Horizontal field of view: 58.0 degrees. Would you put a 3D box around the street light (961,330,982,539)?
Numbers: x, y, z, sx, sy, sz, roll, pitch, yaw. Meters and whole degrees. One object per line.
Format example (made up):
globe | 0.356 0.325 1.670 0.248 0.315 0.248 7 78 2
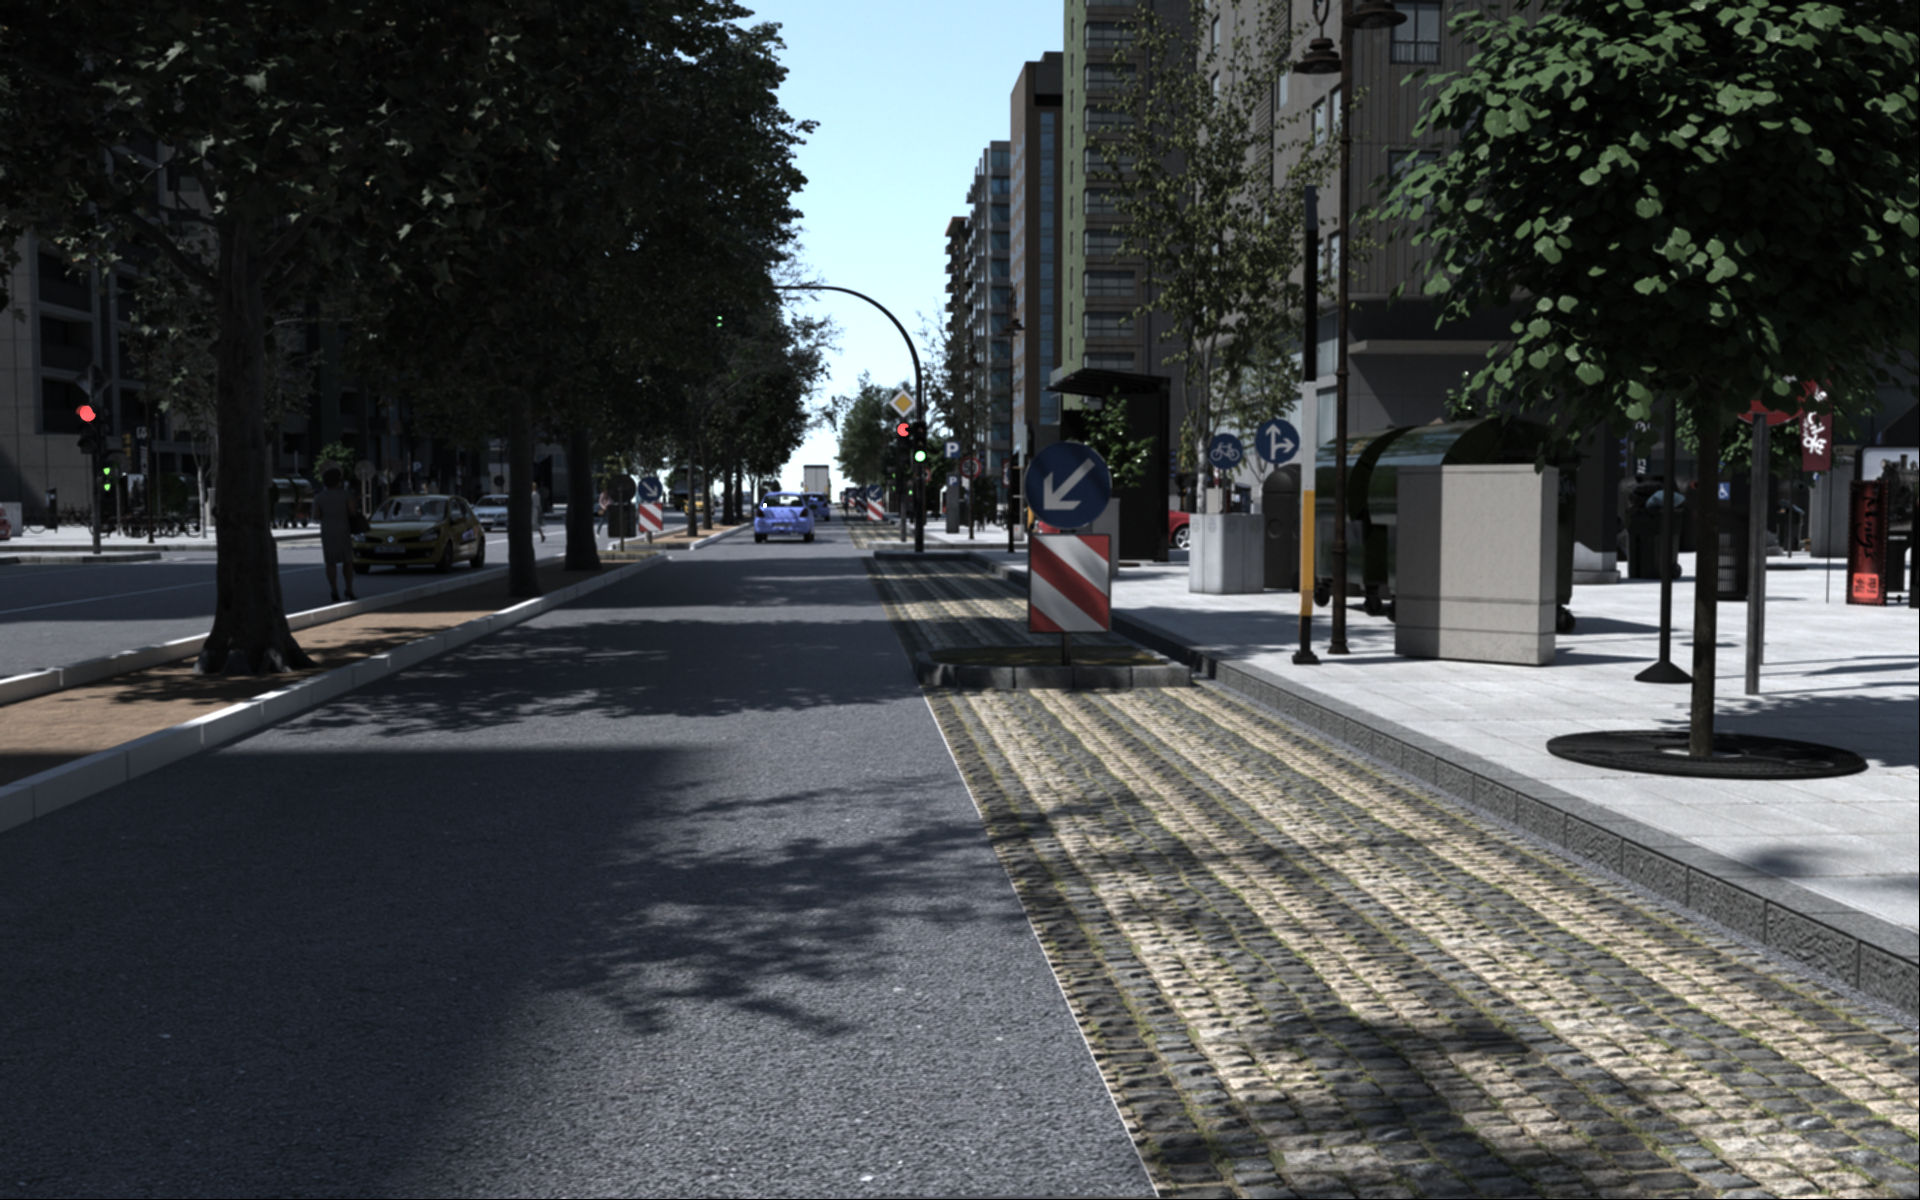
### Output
street light | 0.326 -4.654 48.886 0.468 5.910 1.993 0 4 -4

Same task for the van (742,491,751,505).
van | -28.658 -13.800 232.637 2.013 2.044 4.112 0 4 -5

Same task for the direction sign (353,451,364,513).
direction sign | -31.336 -6.017 90.370 0.876 3.537 0.379 2 4 35

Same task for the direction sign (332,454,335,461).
direction sign | -35.722 -6.536 98.857 0.379 3.537 0.876 -2 4 -27

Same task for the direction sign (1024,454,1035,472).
direction sign | 3.933 -6.487 98.062 0.379 3.537 0.876 3 5 45

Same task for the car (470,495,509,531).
car | -17.640 -3.322 66.323 2.014 1.417 4.499 0 4 -3

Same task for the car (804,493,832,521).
car | -7.780 -5.044 92.061 1.945 1.707 3.694 0 4 -3

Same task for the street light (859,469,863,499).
street light | -11.657 -14.359 207.556 0.468 5.910 1.993 0 4 -4

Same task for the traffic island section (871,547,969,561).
traffic island section | -0.886 -0.977 38.261 2.009 0.180 2.903 0 4 -4

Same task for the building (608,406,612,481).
building | -57.865 -29.282 250.465 14.160 30.474 14.107 0 4 -4

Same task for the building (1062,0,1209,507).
building | 14.565 -27.396 131.518 14.154 41.232 14.086 0 4 -4

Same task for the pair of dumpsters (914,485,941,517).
pair of dumpsters | -1.830 -5.824 97.722 1.574 2.255 4.437 0 4 -4

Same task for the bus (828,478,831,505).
bus | -18.685 -14.749 232.692 2.896 3.916 12.252 0 4 -5

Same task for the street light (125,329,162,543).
street light | -21.112 -4.419 45.031 0.468 5.910 1.993 0 4 -4

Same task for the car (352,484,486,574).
car | -10.131 -1.360 32.456 2.015 1.641 3.980 0 4 -2

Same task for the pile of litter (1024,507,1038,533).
pile of litter | 2.541 -2.661 57.470 1.176 0.858 1.719 3 4 39

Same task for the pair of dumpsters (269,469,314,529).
pair of dumpsters | -25.622 -3.818 64.914 1.574 2.255 4.437 0 4 -4

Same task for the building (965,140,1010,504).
building | 12.421 -37.721 236.347 23.786 49.044 30.456 0 4 -4

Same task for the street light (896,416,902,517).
street light | -3.311 -7.602 97.074 0.468 5.910 1.993 0 4 -4

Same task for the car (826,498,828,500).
car | -12.970 -9.077 157.997 1.945 1.707 3.694 0 4 -6

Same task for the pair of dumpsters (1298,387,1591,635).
pair of dumpsters | 4.811 -0.930 17.704 1.574 2.255 4.437 0 4 -4

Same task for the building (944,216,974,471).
building | 8.989 -37.480 267.414 22.147 44.769 28.867 0 4 -4

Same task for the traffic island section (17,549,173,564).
traffic island section | -18.428 -0.897 36.953 2.009 0.180 2.903 0 4 -4

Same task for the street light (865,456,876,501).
street light | -8.935 -12.217 172.538 0.468 5.910 1.993 0 4 -4

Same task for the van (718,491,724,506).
van | -28.816 -12.635 213.595 2.013 2.044 4.112 0 4 -5

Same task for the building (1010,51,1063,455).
building | 12.711 -32.239 177.225 14.600 45.320 14.200 0 4 -4

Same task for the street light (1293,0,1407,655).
street light | 3.043 -2.505 13.741 0.468 5.910 1.993 0 4 -4

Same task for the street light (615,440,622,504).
street light | -28.533 -10.532 144.991 0.468 5.910 1.993 0 4 -4

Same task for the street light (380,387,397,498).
street light | -22.713 -5.873 68.816 0.468 5.910 1.993 0 4 -4

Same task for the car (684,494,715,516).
car | -17.460 -6.483 116.224 2.015 1.641 3.980 0 4 -3

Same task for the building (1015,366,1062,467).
building | 17.670 -51.440 153.717 22.319 86.520 31.000 0 4 -4

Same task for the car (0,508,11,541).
car | -25.394 -1.999 41.723 4.494 1.783 2.155 0 4 -4

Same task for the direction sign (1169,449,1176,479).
direction sign | 10.527 -5.850 87.651 0.876 3.537 0.379 3 4 37

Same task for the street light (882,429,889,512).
street light | -5.376 -9.280 124.515 0.468 5.910 1.993 0 4 -4

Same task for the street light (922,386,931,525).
street light | -1.472 -6.119 72.839 0.468 5.910 1.993 0 4 -4

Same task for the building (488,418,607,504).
building | -59.106 -41.972 228.241 21.231 58.520 28.212 0 4 -4

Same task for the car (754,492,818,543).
car | -5.298 -2.623 52.484 1.945 1.707 3.694 0 4 -3

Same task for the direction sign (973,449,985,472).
direction sign | 0.848 -5.815 87.074 0.876 3.537 0.379 2 4 23

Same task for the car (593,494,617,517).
car | -19.596 -5.027 93.988 2.131 1.459 4.920 0 4 -6

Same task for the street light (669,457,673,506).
street light | -32.262 -13.474 193.094 0.468 5.910 1.993 0 4 -4

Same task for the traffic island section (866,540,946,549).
traffic island section | -1.484 -1.464 46.224 2.009 0.180 2.903 0 4 -4

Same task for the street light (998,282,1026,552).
street light | 1.125 -3.984 37.933 0.468 5.910 1.993 0 4 -4

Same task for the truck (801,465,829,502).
truck | -14.339 -11.198 171.994 2.839 4.237 11.283 0 4 -6

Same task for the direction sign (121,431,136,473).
direction sign | -29.541 -4.284 62.033 0.876 3.537 0.379 0 4 0

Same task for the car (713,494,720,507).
car | -27.217 -10.967 189.092 2.009 1.686 4.222 0 4 -6

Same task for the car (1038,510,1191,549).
car | 4.188 -2.082 43.088 4.494 1.783 2.155 0 4 -5

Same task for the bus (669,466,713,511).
bus | -23.568 -9.870 152.928 2.896 3.916 12.252 0 4 -4

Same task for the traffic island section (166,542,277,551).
traffic island section | -19.026 -1.384 44.916 2.009 0.180 2.903 0 4 -4

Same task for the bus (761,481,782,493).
bus | -25.825 -14.769 236.334 2.948 3.499 13.247 0 4 -6

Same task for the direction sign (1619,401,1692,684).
direction sign | 4.831 -1.210 11.775 0.379 3.537 0.876 3 5 43

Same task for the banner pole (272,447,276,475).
banner pole | -36.722 -6.288 92.829 0.401 3.779 0.863 -2 4 -29

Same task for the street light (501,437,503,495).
street light | -24.702 -7.373 93.343 0.468 5.910 1.993 0 4 -4
